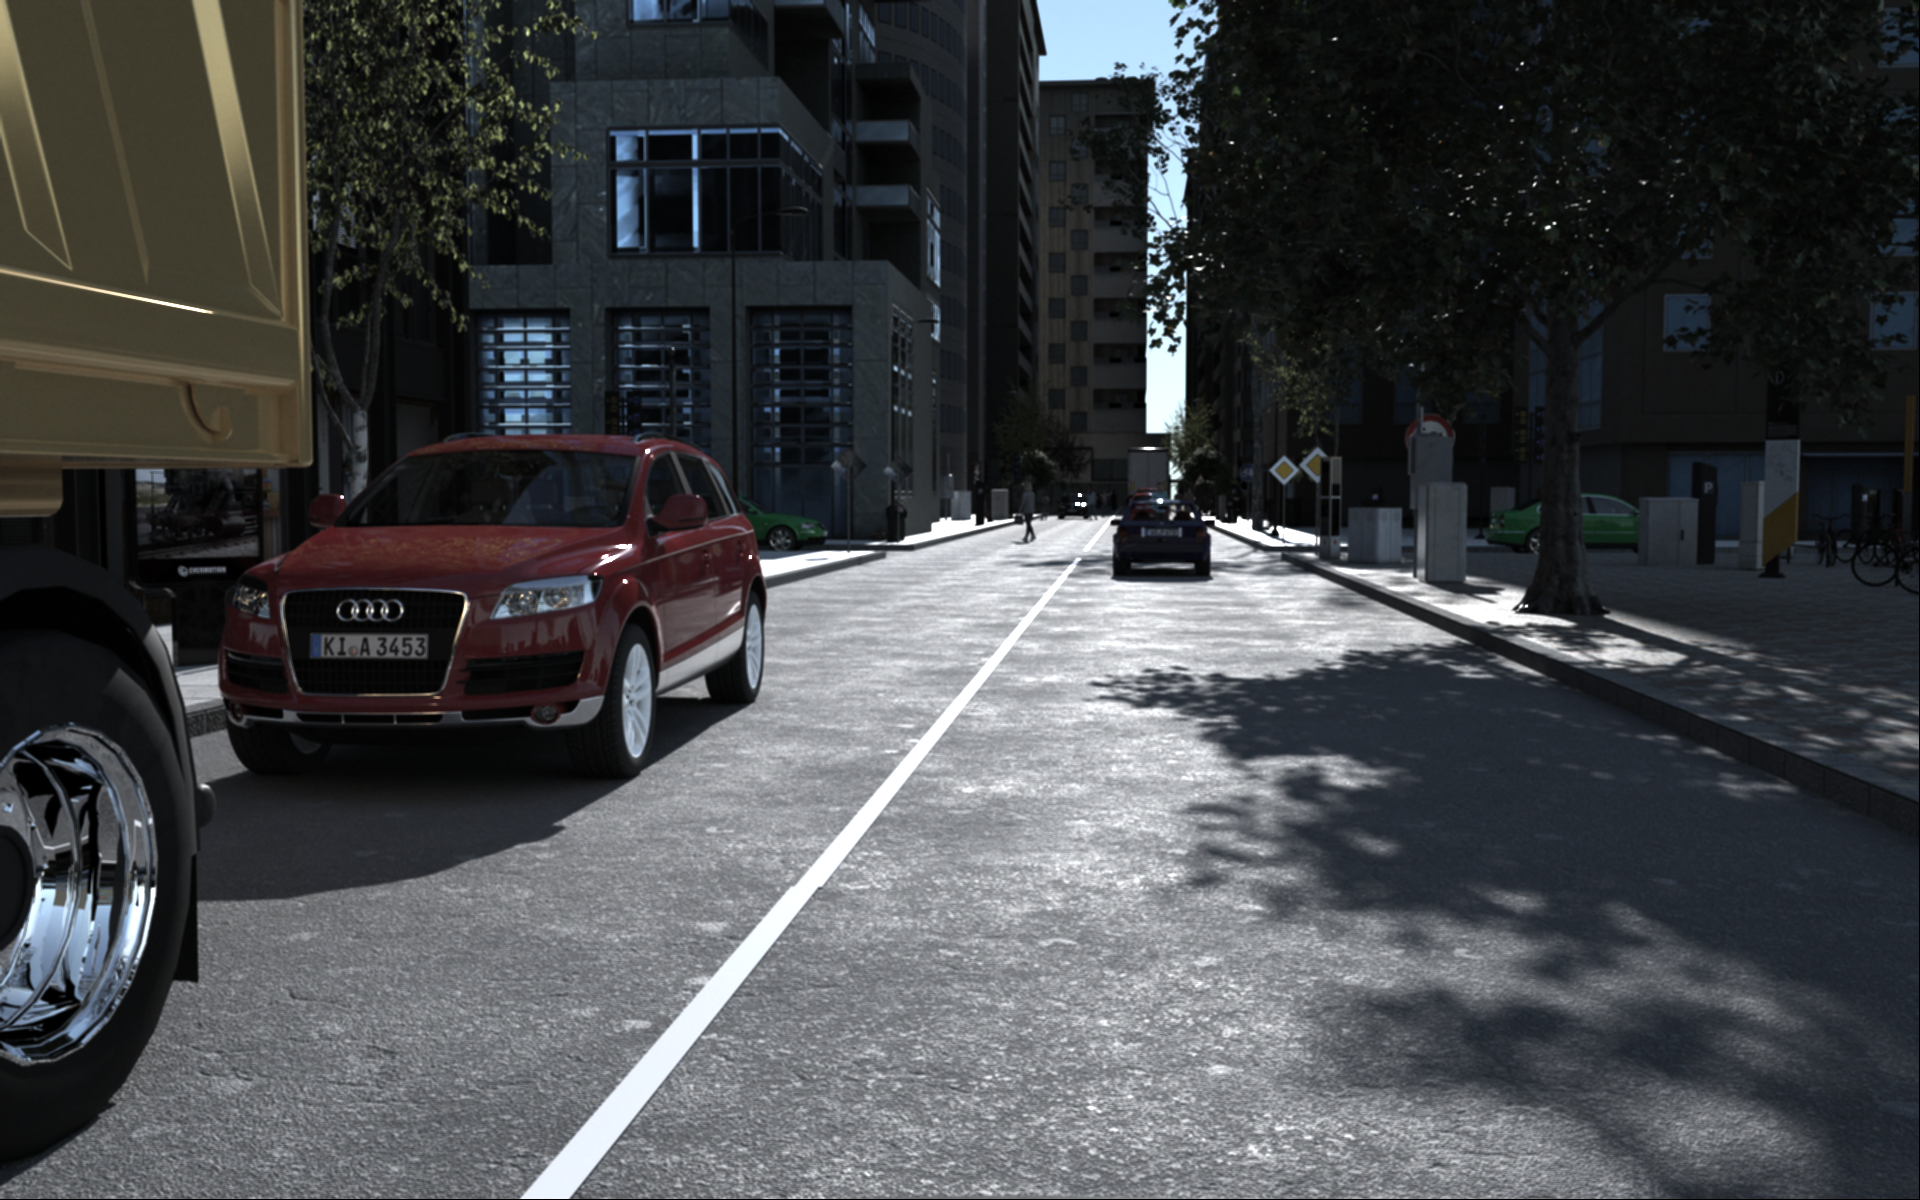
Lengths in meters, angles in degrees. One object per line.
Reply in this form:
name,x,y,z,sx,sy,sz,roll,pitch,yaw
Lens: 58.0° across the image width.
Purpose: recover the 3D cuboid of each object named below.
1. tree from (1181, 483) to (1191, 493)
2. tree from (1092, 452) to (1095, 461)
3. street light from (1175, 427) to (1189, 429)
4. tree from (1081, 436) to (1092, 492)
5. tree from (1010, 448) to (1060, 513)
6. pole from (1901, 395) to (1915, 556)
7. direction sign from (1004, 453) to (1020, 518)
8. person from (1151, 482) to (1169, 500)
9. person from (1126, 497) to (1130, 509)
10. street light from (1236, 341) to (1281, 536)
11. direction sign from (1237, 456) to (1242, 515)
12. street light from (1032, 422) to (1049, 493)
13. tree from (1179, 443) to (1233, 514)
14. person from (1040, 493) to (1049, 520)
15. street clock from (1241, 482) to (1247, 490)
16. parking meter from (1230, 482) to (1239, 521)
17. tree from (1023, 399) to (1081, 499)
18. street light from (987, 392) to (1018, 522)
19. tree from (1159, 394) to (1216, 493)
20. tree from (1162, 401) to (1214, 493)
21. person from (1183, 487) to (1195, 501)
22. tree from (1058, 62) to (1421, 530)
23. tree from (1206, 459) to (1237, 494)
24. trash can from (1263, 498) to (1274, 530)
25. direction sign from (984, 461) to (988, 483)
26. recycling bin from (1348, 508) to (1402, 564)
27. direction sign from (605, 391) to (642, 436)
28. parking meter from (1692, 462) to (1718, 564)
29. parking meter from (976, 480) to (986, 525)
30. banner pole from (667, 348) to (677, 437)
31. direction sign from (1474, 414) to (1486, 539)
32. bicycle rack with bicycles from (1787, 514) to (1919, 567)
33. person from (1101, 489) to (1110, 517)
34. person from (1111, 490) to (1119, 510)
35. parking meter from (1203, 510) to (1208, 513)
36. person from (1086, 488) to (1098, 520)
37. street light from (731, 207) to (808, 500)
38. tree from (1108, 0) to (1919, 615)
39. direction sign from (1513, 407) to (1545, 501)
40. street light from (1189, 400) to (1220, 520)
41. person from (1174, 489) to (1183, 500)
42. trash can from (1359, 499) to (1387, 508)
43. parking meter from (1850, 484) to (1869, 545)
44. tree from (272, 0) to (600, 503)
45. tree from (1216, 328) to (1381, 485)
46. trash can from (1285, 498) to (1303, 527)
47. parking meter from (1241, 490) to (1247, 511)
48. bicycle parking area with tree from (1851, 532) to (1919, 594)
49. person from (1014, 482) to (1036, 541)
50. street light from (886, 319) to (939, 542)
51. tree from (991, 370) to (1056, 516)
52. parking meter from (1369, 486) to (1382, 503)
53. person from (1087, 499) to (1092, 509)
tree,20.739,-9.790,154.663,1.663,3.219,1.824,0,3,0
tree,12.773,-14.905,194.065,4.360,8.622,3.978,0,3,0
street light,15.477,-8.962,119.067,1.470,5.913,1.316,0,4,6
tree,10.199,-13.410,169.615,4.360,8.622,3.978,0,3,0
tree,4.868,-8.340,120.078,4.285,4.588,4.351,0,3,0
pole,19.621,-2.569,35.844,0.158,3.312,0.155,0,3,0
direction sign,2.827,-6.284,94.746,0.876,3.537,0.379,-1,4,-10
person,6.457,-2.894,55.840,0.660,1.820,0.620,-1,4,-14
person,16.042,-9.331,164.301,0.697,1.427,0.421,-3,5,-41
street light,9.038,-4.892,52.519,1.470,5.913,1.316,0,4,6
direction sign,16.787,-6.853,104.037,0.379,3.537,0.876,2,4,23
street light,5.248,-8.525,111.926,1.470,5.913,1.316,0,4,6
tree,15.787,-7.760,110.594,4.285,4.588,4.351,0,3,0
person,4.742,-5.269,97.243,0.523,1.515,0.503,2,4,29
street clock,16.552,-5.873,100.590,0.358,2.002,0.471,-3,5,-39
parking meter,12.868,-4.618,81.221,0.399,1.863,0.255,1,4,15
tree,6.654,-11.115,132.098,4.360,8.622,3.978,0,3,0
street light,1.912,-6.504,78.880,1.470,5.913,1.316,0,4,6
tree,17.119,-10.825,127.344,4.360,8.622,3.978,0,3,0
tree,17.793,-11.236,134.069,4.737,8.622,4.395,0,3,0
person,10.925,-4.548,83.221,0.716,1.782,0.532,-1,4,-10
tree,9.607,-12.468,59.747,12.611,20.169,13.585,0,3,0
tree,14.530,-6.128,94.791,1.663,3.219,1.824,0,3,0
trash can,10.925,-3.101,62.348,0.748,1.137,0.748,0,3,0
direction sign,1.554,-7.684,117.634,0.876,3.537,0.379,-2,4,-35
recycling bin,7.678,-1.193,32.060,0.722,1.027,0.722,-3,4,-37
direction sign,-7.412,-2.825,38.186,0.876,3.537,0.379,1,4,16
parking meter,13.593,-1.586,31.641,0.399,1.863,0.255,-1,4,-12
parking meter,0.852,-4.056,72.023,0.399,1.863,0.255,0,4,-6
banner pole,-4.883,-2.419,29.568,0.401,3.779,0.863,-1,4,-16
direction sign,14.922,-3.518,49.513,0.379,3.537,0.876,0,4,7
bicycle rack with bicycles,16.272,-1.090,31.212,2.852,0.926,2.925,0,4,6
person,9.239,-6.156,109.743,0.643,1.750,0.593,0,4,2
person,13.841,-8.996,155.545,0.705,1.831,1.348,-2,4,-25
parking meter,16.464,-6.589,116.143,0.372,1.533,0.369,0,3,0
person,7.281,-5.309,95.569,0.793,1.790,0.793,-1,4,-19
street light,-3.152,-3.408,28.266,1.470,5.913,1.316,0,4,6
tree,6.413,-6.207,18.488,9.611,12.733,9.660,0,3,0
direction sign,14.790,-3.237,44.922,0.876,3.537,0.379,0,4,5
street light,12.183,-6.900,85.352,1.470,5.913,1.316,0,4,6
person,13.246,-5.849,104.969,0.563,1.720,0.643,1,4,16
trash can,11.205,-2.164,47.036,0.748,1.137,0.748,0,3,0
parking meter,22.904,-2.184,44.111,0.372,1.533,0.369,0,3,0
tree,-5.419,-3.994,15.658,4.360,8.622,3.978,0,3,0
tree,10.007,-5.935,47.397,4.360,8.622,3.978,0,3,0
trash can,12.848,-3.369,66.742,0.748,1.137,0.748,0,3,0
parking meter,16.365,-5.574,99.541,0.372,1.533,0.369,0,3,0
bicycle parking area with tree,15.740,-2.020,20.027,9.016,4.147,8.231,1,4,20
person,2.025,-2.685,52.577,0.709,1.800,0.728,-3,5,-41
street light,-1.254,-4.496,46.048,1.470,5.913,1.316,0,4,6
tree,3.730,-9.358,103.368,4.737,8.622,4.395,0,3,0
parking meter,12.700,-2.726,52.989,0.372,1.533,0.369,0,3,0
person,8.876,-6.743,119.313,0.480,1.755,0.524,-2,4,-28
